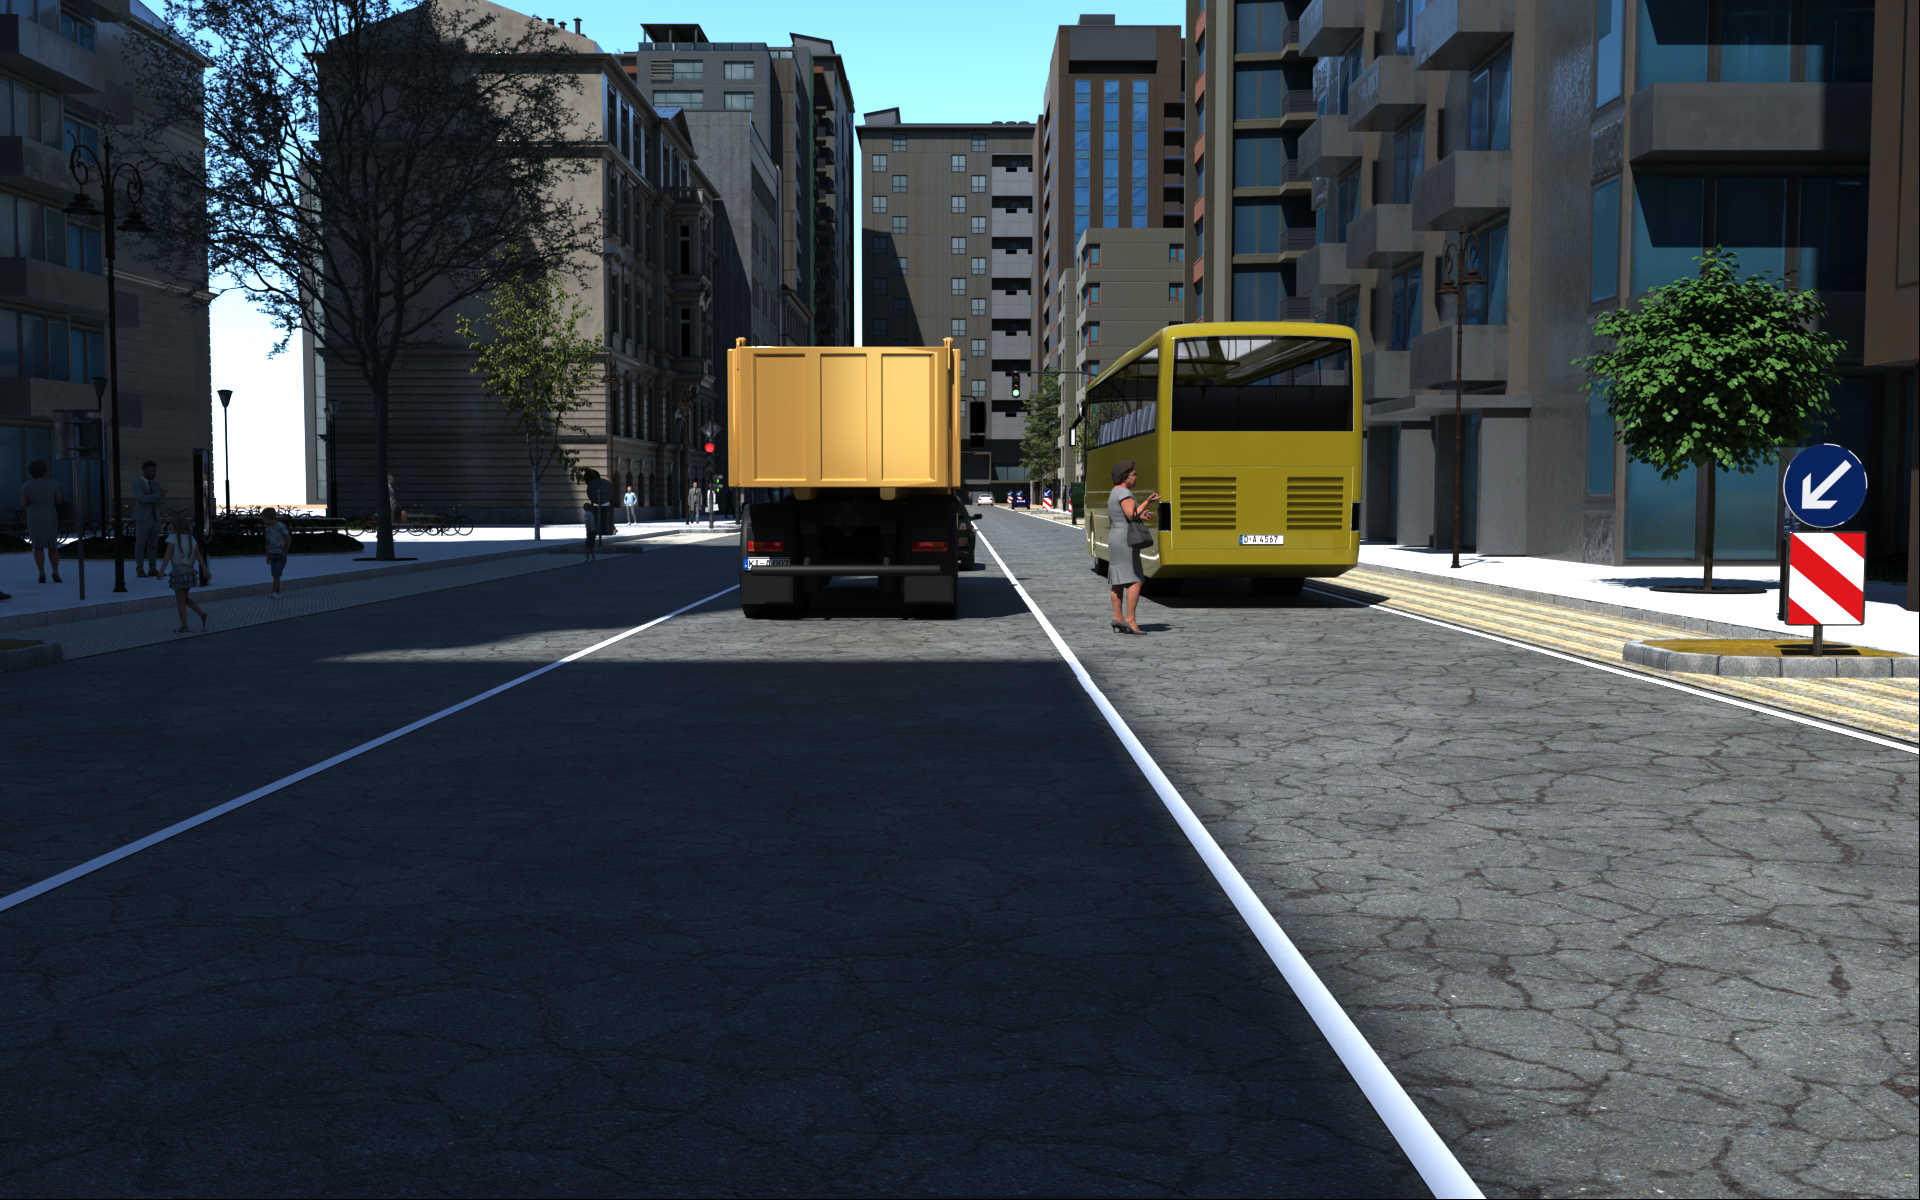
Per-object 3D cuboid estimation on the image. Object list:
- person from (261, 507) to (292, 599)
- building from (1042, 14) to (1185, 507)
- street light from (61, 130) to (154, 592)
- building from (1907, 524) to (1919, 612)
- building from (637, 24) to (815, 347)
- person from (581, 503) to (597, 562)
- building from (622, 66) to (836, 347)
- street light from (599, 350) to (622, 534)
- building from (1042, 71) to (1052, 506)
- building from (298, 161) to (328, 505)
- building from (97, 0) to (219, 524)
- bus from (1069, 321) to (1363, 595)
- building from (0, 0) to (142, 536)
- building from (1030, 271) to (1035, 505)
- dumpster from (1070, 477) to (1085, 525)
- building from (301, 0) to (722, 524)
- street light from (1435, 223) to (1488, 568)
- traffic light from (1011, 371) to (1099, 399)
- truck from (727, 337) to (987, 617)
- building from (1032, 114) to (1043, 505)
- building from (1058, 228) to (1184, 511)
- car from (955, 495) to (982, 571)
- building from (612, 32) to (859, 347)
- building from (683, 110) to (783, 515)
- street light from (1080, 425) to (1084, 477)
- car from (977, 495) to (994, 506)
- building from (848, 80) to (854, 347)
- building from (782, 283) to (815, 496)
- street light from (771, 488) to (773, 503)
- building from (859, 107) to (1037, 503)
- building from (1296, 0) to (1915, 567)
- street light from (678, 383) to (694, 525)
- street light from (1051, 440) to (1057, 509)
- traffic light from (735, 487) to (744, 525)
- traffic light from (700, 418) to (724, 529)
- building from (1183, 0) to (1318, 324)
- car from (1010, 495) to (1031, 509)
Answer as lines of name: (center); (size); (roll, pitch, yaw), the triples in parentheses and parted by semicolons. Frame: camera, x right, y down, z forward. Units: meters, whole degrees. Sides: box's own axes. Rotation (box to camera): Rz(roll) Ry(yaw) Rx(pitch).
person: (-9.319, -0.638, 23.622); (0.352, 1.250, 0.332); (-3, 4, -37)
building: (15.735, -31.418, 163.787); (14.600, 45.320, 14.200); (0, 4, 0)
street light: (-11.008, -3.042, 22.524); (0.468, 5.910, 1.993); (0, 4, 0)
building: (16.984, -22.072, 10.989); (14.600, 45.320, 14.200); (0, 4, 0)
building: (-20.448, -28.758, 153.792); (14.154, 41.232, 14.086); (0, 4, 0)
person: (-7.817, -1.423, 36.458); (0.332, 1.250, 0.352); (-3, 5, -43)
building: (-24.099, -31.834, 175.102); (22.147, 44.769, 28.867); (0, 4, 0)
street light: (-11.185, -5.063, 55.573); (0.468, 5.910, 1.993); (0, 4, 0)
building: (19.907, -34.121, 181.576); (21.300, 48.544, 21.600); (0, 4, 0)
building: (-72.271, -32.505, 215.053); (14.086, 41.232, 14.154); (0, 4, 0)
building: (-49.013, -17.253, 79.358); (25.104, 27.353, 12.463); (0, 4, 0)
bus: (3.623, -2.189, 27.332); (2.896, 3.916, 12.252); (0, 4, -1)
building: (-42.447, -26.306, 49.717); (30.456, 49.044, 23.786); (0, 4, 0)
building: (15.723, -27.137, 215.396); (14.160, 30.474, 14.107); (0, 4, 0)
dumpster: (6.090, -4.608, 80.297); (1.985, 2.255, 1.502); (0, 4, 0)
building: (-20.149, -16.542, 89.548); (14.460, 24.649, 34.723); (0, 4, 0)
street light: (8.590, -3.489, 29.835); (0.468, 5.910, 1.993); (0, 4, 0)
traffic light: (4.274, -5.467, 64.049); (4.771, 5.953, 1.251); (0, 4, 0)
truck: (-1.294, -1.701, 23.737); (3.469, 3.379, 9.791); (0, 4, 0)
building: (15.587, -33.659, 200.431); (14.600, 45.320, 14.200); (0, 4, 0)
building: (21.924, -17.258, 127.214); (27.650, 21.520, 28.899); (0, 4, 0)
car: (-0.571, -1.463, 33.707); (2.009, 1.686, 4.222); (0, 4, 1)
building: (-26.994, -37.796, 207.205); (27.495, 52.752, 28.713); (0, 4, 0)
building: (-18.950, -18.282, 116.932); (12.078, 24.808, 19.932); (0, 4, 0)
street light: (8.057, -8.605, 113.480); (0.468, 5.910, 1.993); (0, 4, 0)
car: (3.106, -12.064, 209.601); (2.083, 1.381, 4.827); (0, 4, 1)
building: (-28.954, -42.799, 241.763); (28.212, 58.520, 21.231); (0, 4, 0)
building: (-17.482, -16.657, 136.976); (10.561, 19.102, 19.286); (0, 4, 0)
street light: (-11.489, -8.141, 105.888); (0.468, 5.910, 1.993); (0, 4, 0)
building: (-0.223, -40.072, 244.407); (27.495, 52.752, 28.713); (0, 4, 0)
building: (21.025, -25.835, 42.008); (23.786, 49.044, 30.456); (0, 4, 0)
street light: (-11.407, -6.088, 72.323); (0.468, 5.910, 1.993); (0, 4, 0)
street light: (8.015, -10.655, 146.990); (0.468, 5.910, 1.993); (0, 4, 0)
traffic light: (-7.146, -5.961, 72.136); (4.771, 5.953, 1.251); (0, 4, 0)
traffic light: (-9.196, -4.598, 64.106); (0.839, 4.253, 0.868); (0, 4, 0)
building: (23.908, -26.290, 84.472); (28.867, 44.769, 22.147); (0, 4, 0)
car: (5.660, -9.108, 161.489); (1.945, 1.354, 3.894); (0, 4, 1)
